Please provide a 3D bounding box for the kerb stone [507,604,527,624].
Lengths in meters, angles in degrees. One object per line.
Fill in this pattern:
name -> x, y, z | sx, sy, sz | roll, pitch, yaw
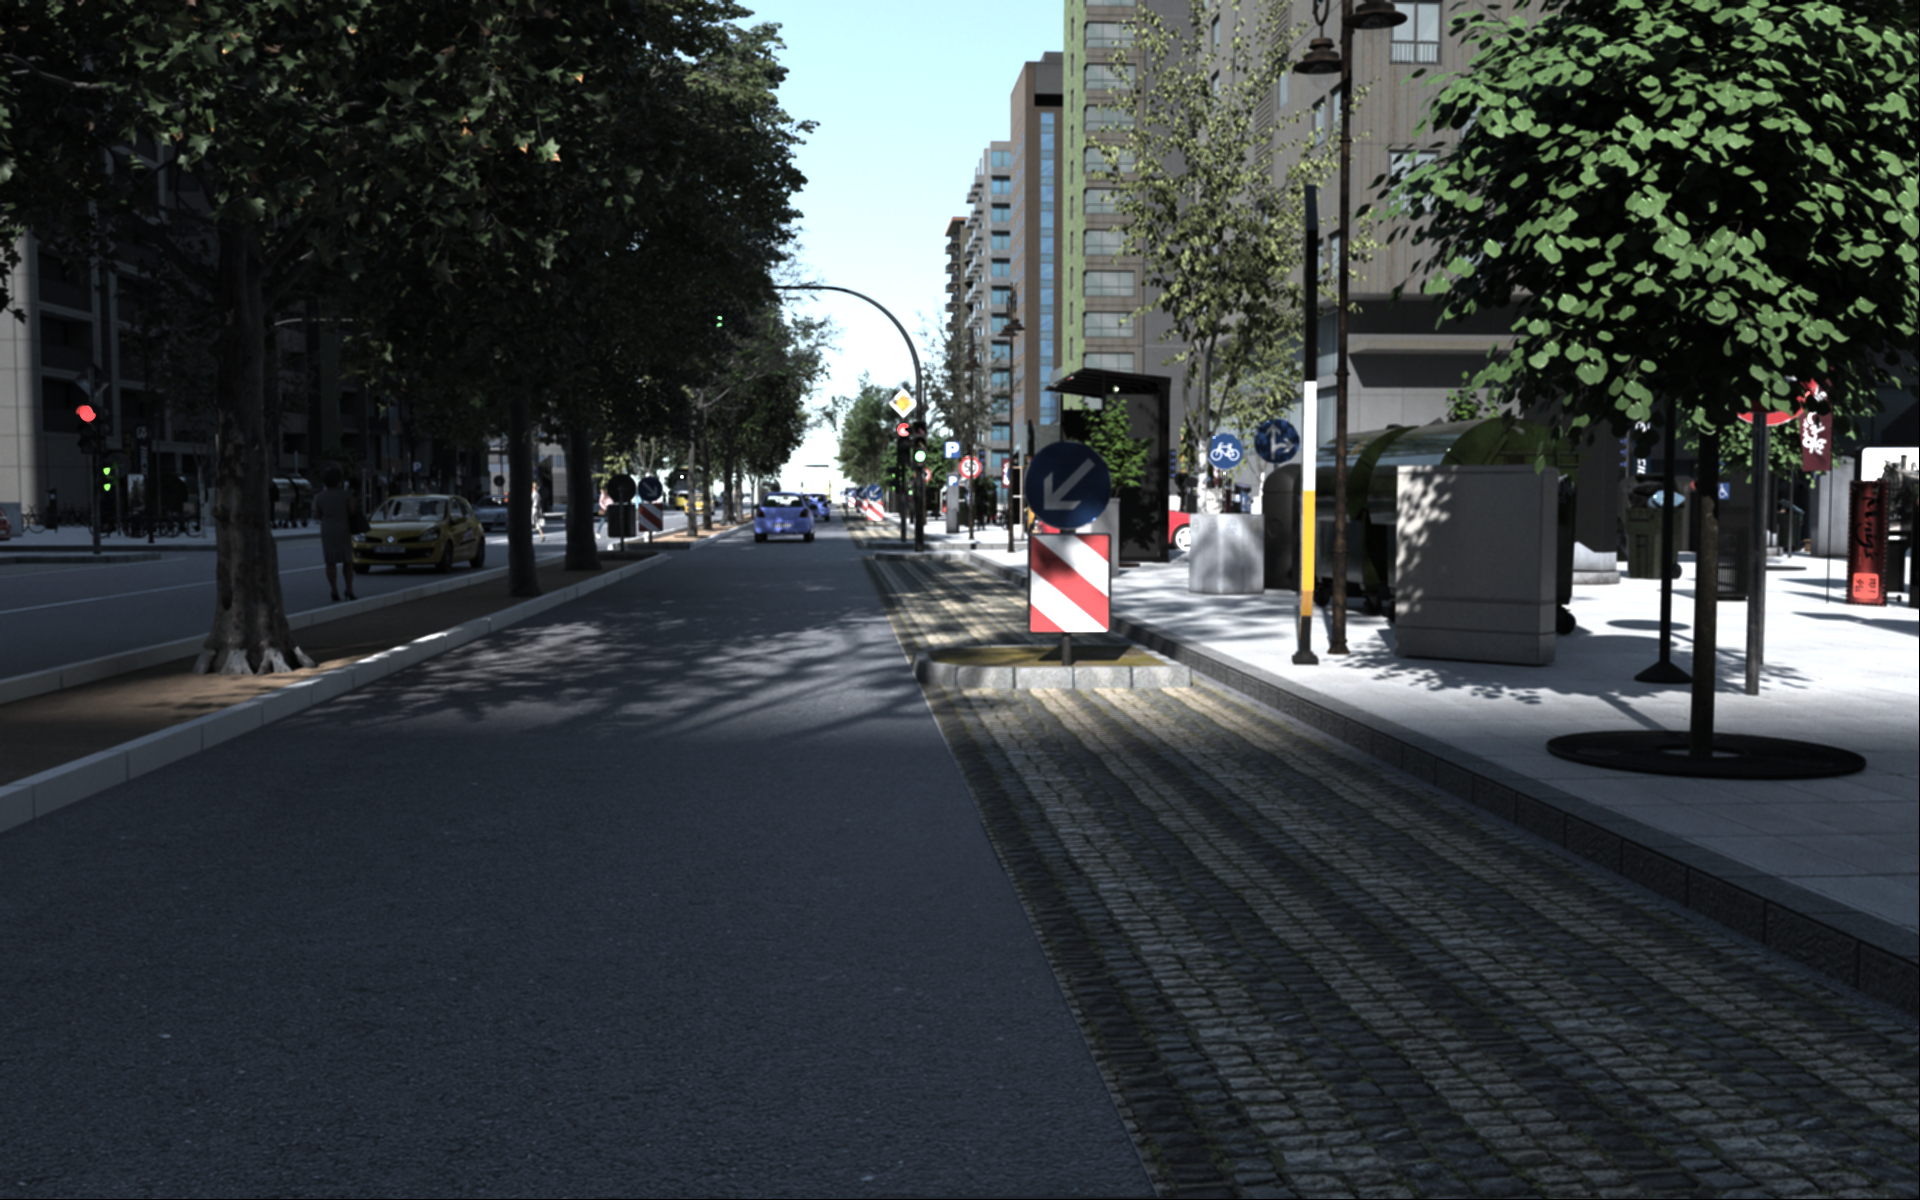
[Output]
kerb stone -> -5.031, 0.176, 19.411 | 0.120, 0.150, 1.000 | 0, 4, -4

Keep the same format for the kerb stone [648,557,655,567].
kerb stone -> -6.111, -0.706, 33.736 | 0.120, 0.150, 1.000 | 0, 4, -4

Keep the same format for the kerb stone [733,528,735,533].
kerb stone -> -8.215, -2.423, 61.855 | 0.120, 0.150, 1.000 | 0, 4, -4

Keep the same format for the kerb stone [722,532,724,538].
kerb stone -> -7.759, -2.049, 55.722 | 0.120, 0.150, 1.000 | 0, 4, -4

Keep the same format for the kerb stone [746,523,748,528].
kerb stone -> -8.909, -2.990, 71.079 | 0.120, 0.150, 1.000 | 0, 4, -4

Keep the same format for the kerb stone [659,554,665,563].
kerb stone -> -6.260, -0.828, 35.787 | 0.120, 0.150, 1.000 | 0, 4, -4

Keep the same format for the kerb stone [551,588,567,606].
kerb stone -> -5.269, -0.018, 22.487 | 0.120, 0.150, 1.000 | 0, 4, -4

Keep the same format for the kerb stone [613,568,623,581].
kerb stone -> -5.727, -0.393, 28.621 | 0.120, 0.150, 1.000 | 0, 4, -4

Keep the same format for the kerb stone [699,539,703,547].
kerb stone -> -7.060, -1.485, 46.510 | 0.120, 0.150, 1.000 | 0, 4, -4

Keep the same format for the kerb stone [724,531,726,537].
kerb stone -> -7.827, -2.113, 56.747 | 0.120, 0.150, 1.000 | 0, 4, -4

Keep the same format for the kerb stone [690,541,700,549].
kerb stone -> -7.000, -1.421, 45.490 | 0.120, 0.150, 1.000 | 0, 4, -4

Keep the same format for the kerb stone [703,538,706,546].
kerb stone -> -7.138, -1.550, 47.540 | 0.120, 0.150, 1.000 | 0, 4, -4

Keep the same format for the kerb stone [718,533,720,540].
kerb stone -> -7.609, -1.925, 53.675 | 0.120, 0.150, 1.000 | 0, 4, -4

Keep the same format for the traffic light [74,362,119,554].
traffic light -> -18.387, -2.930, 36.822 | 0.839, 4.253, 0.868 | 0, 4, -4

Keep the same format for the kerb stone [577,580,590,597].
kerb stone -> -5.405, -0.143, 24.530 | 0.120, 0.150, 1.000 | 0, 4, -4

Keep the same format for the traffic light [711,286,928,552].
traffic light -> -3.006, -3.864, 37.847 | 4.771, 5.953, 1.251 | 0, 4, -4

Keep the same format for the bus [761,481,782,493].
bus -> -25.825, -14.769, 236.334 | 2.948, 3.499, 13.247 | 0, 4, -6

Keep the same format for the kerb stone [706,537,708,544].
kerb stone -> -7.220, -1.612, 48.558 | 0.120, 0.150, 1.000 | 0, 4, -4

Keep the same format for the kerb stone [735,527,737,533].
kerb stone -> -8.293, -2.488, 62.881 | 0.120, 0.150, 1.000 | 0, 4, -4

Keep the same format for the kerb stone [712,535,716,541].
kerb stone -> -7.438, -1.801, 51.634 | 0.120, 0.150, 1.000 | 0, 4, -4

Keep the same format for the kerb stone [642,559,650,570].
kerb stone -> -6.020, -0.640, 32.707 | 0.120, 0.150, 1.000 | 0, 4, -4

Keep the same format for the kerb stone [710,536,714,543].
kerb stone -> -7.368, -1.737, 50.606 | 0.120, 0.150, 1.000 | 0, 4, -4

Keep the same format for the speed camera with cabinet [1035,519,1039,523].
speed camera with cabinet -> 3.984, -4.994, 75.982 | 0.660, 3.252, 2.038 | -3, 5, -40

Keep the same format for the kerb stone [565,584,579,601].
kerb stone -> -5.339, -0.080, 23.509 | 0.120, 0.150, 1.000 | 0, 4, -4

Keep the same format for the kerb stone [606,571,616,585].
kerb stone -> -5.639, -0.328, 27.597 | 0.120, 0.150, 1.000 | 0, 4, -4

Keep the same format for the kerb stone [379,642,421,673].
kerb stone -> -4.644, 0.485, 14.287 | 0.120, 0.150, 1.000 | 0, 4, -4

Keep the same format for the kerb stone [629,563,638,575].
kerb stone -> -5.872, -0.518, 30.667 | 0.120, 0.150, 1.000 | 0, 4, -4

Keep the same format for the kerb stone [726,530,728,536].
kerb stone -> -7.910, -2.172, 57.770 | 0.120, 0.150, 1.000 | 0, 4, -4

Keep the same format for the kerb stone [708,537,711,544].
kerb stone -> -7.303, -1.670, 49.583 | 0.120, 0.150, 1.000 | 0, 4, -4

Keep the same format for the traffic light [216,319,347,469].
traffic light -> -16.906, -4.300, 44.975 | 4.771, 5.953, 1.251 | 0, 4, -4

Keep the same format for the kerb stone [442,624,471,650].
kerb stone -> -4.799, 0.363, 16.337 | 0.120, 0.150, 1.000 | 0, 4, -4

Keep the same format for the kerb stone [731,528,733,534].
kerb stone -> -8.143, -2.360, 60.836 | 0.120, 0.150, 1.000 | 0, 4, -4

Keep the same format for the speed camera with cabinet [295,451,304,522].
speed camera with cabinet -> -30.865, -5.264, 80.399 | 0.660, 3.252, 2.038 | -1, 4, -11

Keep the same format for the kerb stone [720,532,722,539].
kerb stone -> -7.679, -1.988, 54.698 | 0.120, 0.150, 1.000 | 0, 4, -4

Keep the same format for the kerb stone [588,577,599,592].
kerb stone -> -5.492, -0.203, 25.555 | 0.120, 0.150, 1.000 | 0, 4, -4

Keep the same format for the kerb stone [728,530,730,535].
kerb stone -> -7.984, -2.237, 58.790 | 0.120, 0.150, 1.000 | 0, 4, -4

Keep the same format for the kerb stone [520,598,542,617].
kerb stone -> -5.106, 0.109, 20.431 | 0.120, 0.150, 1.000 | 0, 4, -4

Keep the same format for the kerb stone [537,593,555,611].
kerb stone -> -5.186, 0.045, 21.462 | 0.120, 0.150, 1.000 | 0, 4, -4

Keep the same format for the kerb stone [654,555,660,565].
kerb stone -> -6.180, -0.769, 34.767 | 0.120, 0.150, 1.000 | 0, 4, -4

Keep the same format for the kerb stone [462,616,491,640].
kerb stone -> -4.886, 0.296, 17.356 | 0.120, 0.150, 1.000 | 0, 4, -4

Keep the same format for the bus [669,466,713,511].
bus -> -23.568, -9.870, 152.928 | 2.896, 3.916, 12.252 | 0, 4, -4

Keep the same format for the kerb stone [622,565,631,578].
kerb stone -> -5.793, -0.455, 29.641 | 0.120, 0.150, 1.000 | 0, 4, -4

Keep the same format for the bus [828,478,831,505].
bus -> -18.685, -14.749, 232.692 | 2.896, 3.916, 12.252 | 0, 4, -5

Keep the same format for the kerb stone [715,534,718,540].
kerb stone -> -7.527, -1.863, 52.657 | 0.120, 0.150, 1.000 | 0, 4, -4

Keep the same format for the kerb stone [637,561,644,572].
kerb stone -> -5.947, -0.576, 31.687 | 0.120, 0.150, 1.000 | 0, 4, -4

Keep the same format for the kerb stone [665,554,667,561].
kerb stone -> -6.332, -0.894, 36.808 | 0.120, 0.150, 1.000 | 0, 4, -4

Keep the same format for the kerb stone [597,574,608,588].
kerb stone -> -5.570, -0.267, 26.577 | 0.120, 0.150, 1.000 | 0, 4, -4

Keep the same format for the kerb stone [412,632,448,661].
kerb stone -> -4.726, 0.421, 15.312 | 0.120, 0.150, 1.000 | 0, 4, -4

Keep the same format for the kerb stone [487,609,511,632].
kerb stone -> -4.951, 0.236, 18.392 | 0.120, 0.150, 1.000 | 0, 4, -4

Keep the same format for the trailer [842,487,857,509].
trailer -> -9.435, -8.732, 149.813 | 1.471, 1.999, 3.904 | 0, 4, -5

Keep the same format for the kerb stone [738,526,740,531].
kerb stone -> -8.448, -2.614, 64.933 | 0.120, 0.150, 1.000 | 0, 4, -4

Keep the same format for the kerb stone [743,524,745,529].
kerb stone -> -8.759, -2.862, 69.025 | 0.120, 0.150, 1.000 | 0, 4, -4
